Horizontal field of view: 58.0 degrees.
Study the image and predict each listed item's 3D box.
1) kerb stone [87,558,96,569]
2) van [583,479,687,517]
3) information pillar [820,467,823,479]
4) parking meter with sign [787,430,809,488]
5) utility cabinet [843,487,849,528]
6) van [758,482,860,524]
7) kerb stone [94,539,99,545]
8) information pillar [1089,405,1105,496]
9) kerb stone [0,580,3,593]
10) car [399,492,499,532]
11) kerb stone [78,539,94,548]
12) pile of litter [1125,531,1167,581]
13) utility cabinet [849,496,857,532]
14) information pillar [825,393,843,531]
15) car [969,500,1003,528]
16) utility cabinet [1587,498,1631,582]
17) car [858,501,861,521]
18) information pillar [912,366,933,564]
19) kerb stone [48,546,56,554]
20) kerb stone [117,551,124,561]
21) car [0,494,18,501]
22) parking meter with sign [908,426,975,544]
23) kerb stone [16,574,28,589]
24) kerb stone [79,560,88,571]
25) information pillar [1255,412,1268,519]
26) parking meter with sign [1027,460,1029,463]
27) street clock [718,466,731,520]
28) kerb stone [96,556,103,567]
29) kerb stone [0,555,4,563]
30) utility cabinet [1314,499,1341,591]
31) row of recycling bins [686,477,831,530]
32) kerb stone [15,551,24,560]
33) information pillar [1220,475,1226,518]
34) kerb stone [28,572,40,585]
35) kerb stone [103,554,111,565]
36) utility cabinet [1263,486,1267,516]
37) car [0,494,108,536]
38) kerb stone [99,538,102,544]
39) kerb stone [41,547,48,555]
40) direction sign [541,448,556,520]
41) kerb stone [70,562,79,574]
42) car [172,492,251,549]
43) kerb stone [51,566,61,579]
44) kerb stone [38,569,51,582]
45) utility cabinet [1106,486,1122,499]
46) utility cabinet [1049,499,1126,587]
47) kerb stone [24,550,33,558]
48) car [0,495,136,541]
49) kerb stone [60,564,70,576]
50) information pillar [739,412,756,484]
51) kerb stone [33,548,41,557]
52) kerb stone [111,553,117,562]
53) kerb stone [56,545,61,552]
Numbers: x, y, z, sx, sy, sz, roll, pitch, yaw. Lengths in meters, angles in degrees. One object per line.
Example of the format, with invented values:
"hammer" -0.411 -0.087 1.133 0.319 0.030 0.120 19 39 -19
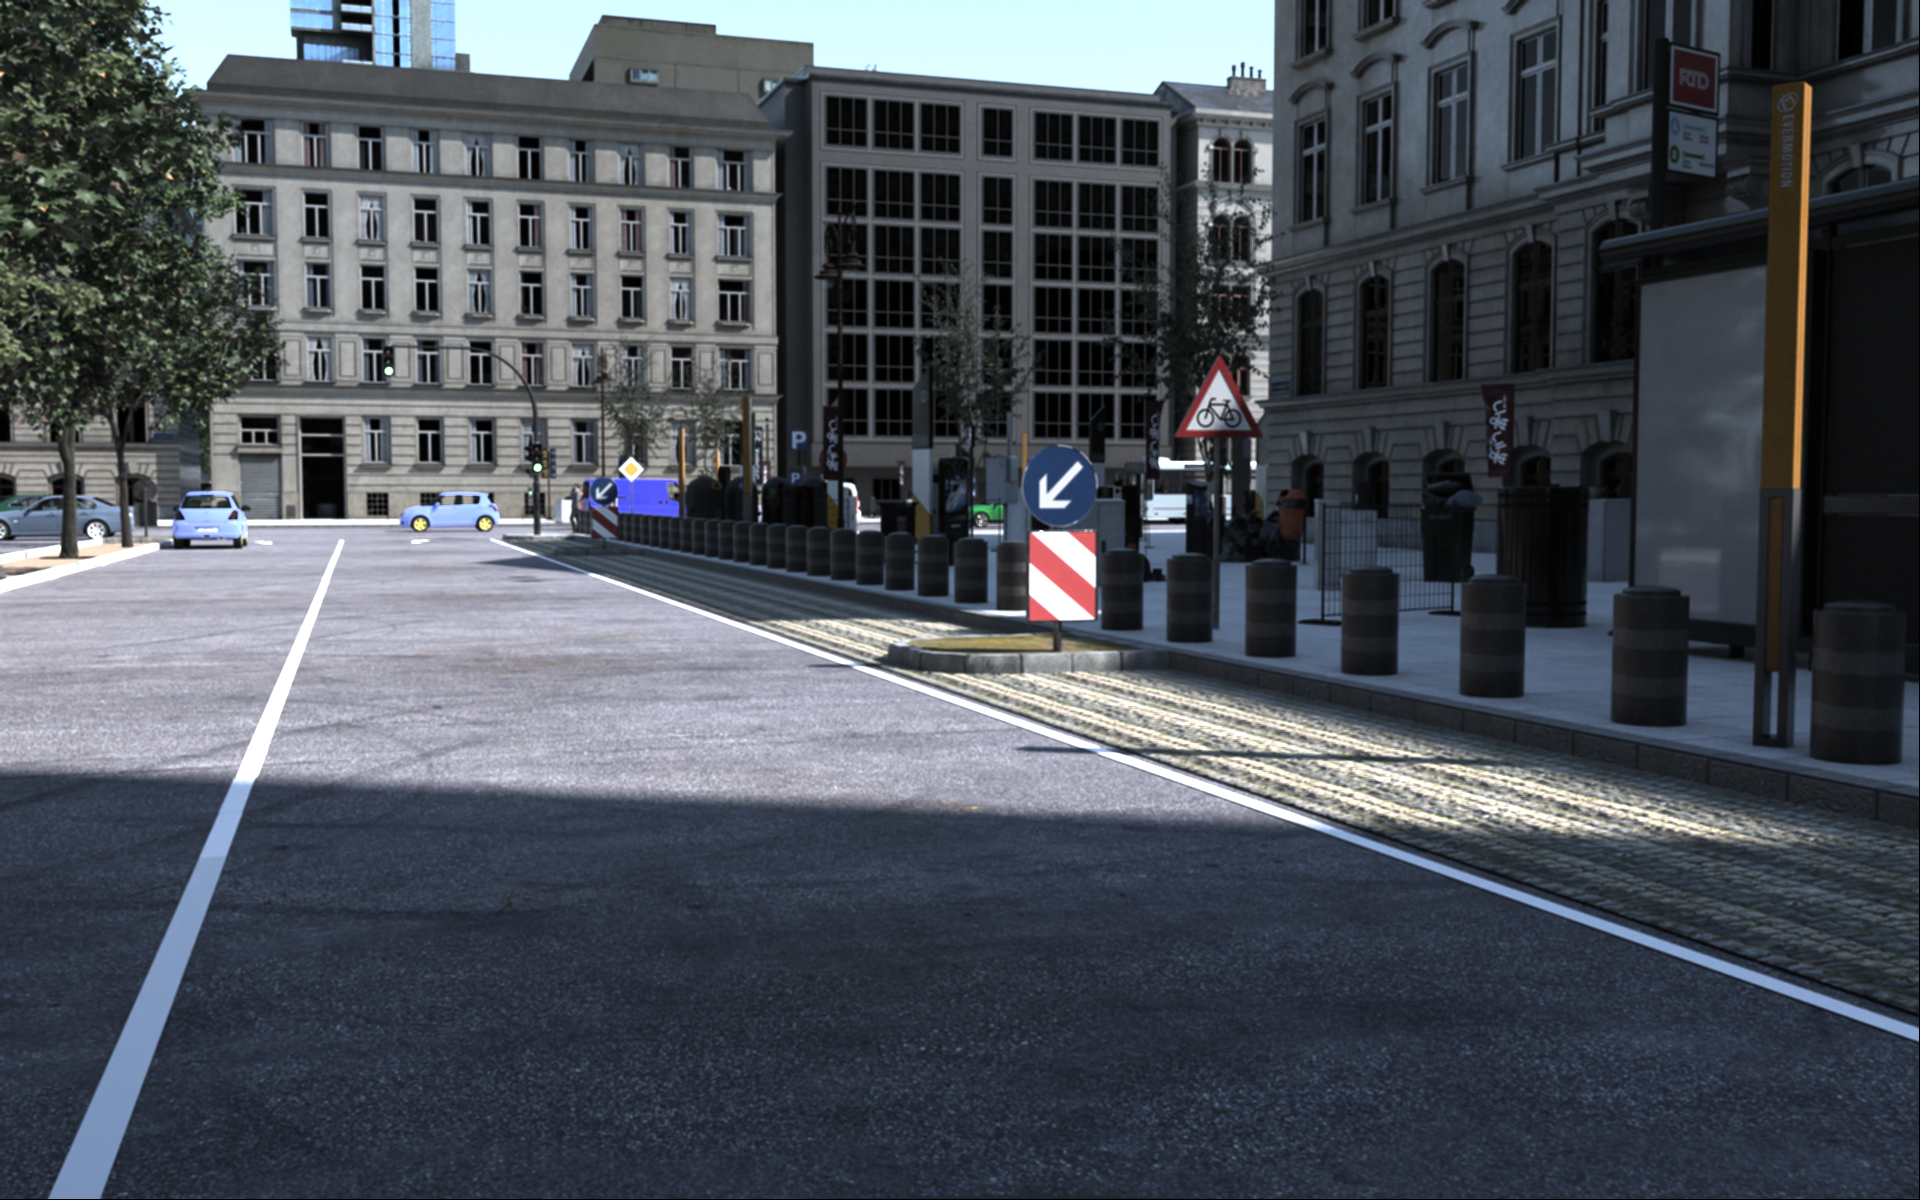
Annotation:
"kerb stone" -16.801 -0.679 33.293 0.120 0.150 1.000 -1 4 -19
"van" -12.614 -4.021 70.129 5.245 2.365 2.240 -1 4 -21
"information pillar" -7.359 -6.291 94.219 0.504 3.616 0.183 -1 4 -11
"parking meter with sign" -4.397 -3.068 46.421 0.543 3.016 1.738 0 4 1
"utility cabinet" -3.884 -2.661 52.189 1.173 1.500 0.318 2 4 35
"van" -5.662 -3.333 61.498 4.112 2.044 2.013 -1 4 -18
"kerb stone" -24.185 -1.590 48.215 0.120 0.150 1.000 -1 4 -19
"information pillar" 3.623 -3.321 45.661 0.504 3.616 0.183 -2 4 -35
"kerb stone" -14.116 -0.203 25.522 0.120 0.150 1.000 -1 4 -19
"car" -19.563 -3.469 66.314 3.694 1.707 1.945 -1 4 -20
"kerb stone" -23.843 -1.532 47.243 0.120 0.150 1.000 -1 4 -19
"pile of litter" 2.279 -0.724 25.810 1.719 0.858 1.176 2 4 29
"utility cabinet" -3.541 -2.606 53.767 0.306 1.237 1.020 1 4 21
"information pillar" -2.909 -3.004 40.470 0.504 3.616 0.183 3 5 44
"car" 1.947 -4.005 74.283 4.718 1.807 1.959 -1 4 -19
"utility cabinet" 9.620 -0.884 25.621 0.306 1.237 1.020 3 5 45
"car" -6.799 -3.955 77.018 4.827 1.381 2.083 -1 4 -20
"information pillar" -0.678 -2.475 31.820 0.183 3.616 0.504 -3 5 -44
"kerb stone" -21.831 -1.170 41.405 0.120 0.150 1.000 -1 4 -19
"kerb stone" -18.147 -0.912 37.186 0.120 0.150 1.000 -1 4 -19
"car" -32.647 -3.221 62.455 4.222 1.686 2.009 -1 4 -18
"parking meter with sign" -0.516 -2.952 44.531 1.738 3.016 0.543 0 4 -7
"kerb stone" -14.452 -0.263 26.497 0.120 0.150 1.000 -1 4 -19
"kerb stone" -16.466 -0.619 32.322 0.120 0.150 1.000 -1 4 -19
"information pillar" 8.554 -3.534 49.132 0.183 3.616 0.504 3 5 41
"parking meter with sign" 4.258 -5.742 90.150 1.738 3.016 0.543 -1 4 -16
"street clock" -6.166 -2.494 45.340 0.358 2.002 0.471 0 4 7
"kerb stone" -17.145 -0.738 34.258 0.120 0.150 1.000 -1 4 -19
"kerb stone" -20.144 -0.877 36.534 0.120 0.150 1.000 -1 4 -19
"utility cabinet" 4.985 -0.754 23.495 0.306 1.237 1.020 0 4 8
"row of recycling bins" -4.796 -2.096 41.388 3.534 1.692 1.069 -2 4 -23
"kerb stone" -20.485 -0.934 37.512 0.120 0.150 1.000 -1 4 -19
"information pillar" 8.768 -3.291 58.302 0.304 2.012 0.304 2 4 23
"kerb stone" -14.788 -0.323 27.469 0.120 0.150 1.000 -1 4 -19
"kerb stone" -17.468 -0.798 35.241 0.120 0.150 1.000 -1 4 -19
"utility cabinet" 8.942 -2.408 48.045 1.173 1.500 0.318 -2 4 -35
"car" -30.764 -2.880 58.879 4.920 1.459 2.131 -1 4 -18
"kerb stone" -24.524 -1.651 49.182 0.120 0.150 1.000 -1 4 -19
"kerb stone" -21.495 -1.115 40.433 0.120 0.150 1.000 -1 4 -19
"direction sign" -20.430 -5.754 86.074 0.379 3.537 0.876 3 4 38
"kerb stone" -16.133 -0.557 31.351 0.120 0.150 1.000 -1 4 -19
"car" -20.126 -2.260 46.539 1.945 1.707 3.694 -1 4 -20
"kerb stone" -15.456 -0.439 29.416 0.120 0.150 1.000 -1 4 -19
"kerb stone" -15.124 -0.382 28.446 0.120 0.150 1.000 -1 4 -19
"utility cabinet" 4.272 -2.368 47.395 0.318 1.500 1.173 0 4 -6
"utility cabinet" 1.762 -0.782 23.944 1.020 1.237 0.306 -1 4 -14
"kerb stone" -20.822 -0.996 38.481 0.120 0.150 1.000 -1 4 -19
"car" -28.254 -2.576 54.125 4.499 1.417 2.014 -1 4 -18
"kerb stone" -15.799 -0.501 30.382 0.120 0.150 1.000 -1 4 -19
"information pillar" -6.064 -3.562 49.597 0.504 3.616 0.183 1 4 22
"kerb stone" -21.157 -1.056 39.459 0.120 0.150 1.000 -1 4 -19
"kerb stone" -17.812 -0.857 36.207 0.120 0.150 1.000 -1 4 -19
"kerb stone" -22.166 -1.232 42.383 0.120 0.150 1.000 -1 4 -19
